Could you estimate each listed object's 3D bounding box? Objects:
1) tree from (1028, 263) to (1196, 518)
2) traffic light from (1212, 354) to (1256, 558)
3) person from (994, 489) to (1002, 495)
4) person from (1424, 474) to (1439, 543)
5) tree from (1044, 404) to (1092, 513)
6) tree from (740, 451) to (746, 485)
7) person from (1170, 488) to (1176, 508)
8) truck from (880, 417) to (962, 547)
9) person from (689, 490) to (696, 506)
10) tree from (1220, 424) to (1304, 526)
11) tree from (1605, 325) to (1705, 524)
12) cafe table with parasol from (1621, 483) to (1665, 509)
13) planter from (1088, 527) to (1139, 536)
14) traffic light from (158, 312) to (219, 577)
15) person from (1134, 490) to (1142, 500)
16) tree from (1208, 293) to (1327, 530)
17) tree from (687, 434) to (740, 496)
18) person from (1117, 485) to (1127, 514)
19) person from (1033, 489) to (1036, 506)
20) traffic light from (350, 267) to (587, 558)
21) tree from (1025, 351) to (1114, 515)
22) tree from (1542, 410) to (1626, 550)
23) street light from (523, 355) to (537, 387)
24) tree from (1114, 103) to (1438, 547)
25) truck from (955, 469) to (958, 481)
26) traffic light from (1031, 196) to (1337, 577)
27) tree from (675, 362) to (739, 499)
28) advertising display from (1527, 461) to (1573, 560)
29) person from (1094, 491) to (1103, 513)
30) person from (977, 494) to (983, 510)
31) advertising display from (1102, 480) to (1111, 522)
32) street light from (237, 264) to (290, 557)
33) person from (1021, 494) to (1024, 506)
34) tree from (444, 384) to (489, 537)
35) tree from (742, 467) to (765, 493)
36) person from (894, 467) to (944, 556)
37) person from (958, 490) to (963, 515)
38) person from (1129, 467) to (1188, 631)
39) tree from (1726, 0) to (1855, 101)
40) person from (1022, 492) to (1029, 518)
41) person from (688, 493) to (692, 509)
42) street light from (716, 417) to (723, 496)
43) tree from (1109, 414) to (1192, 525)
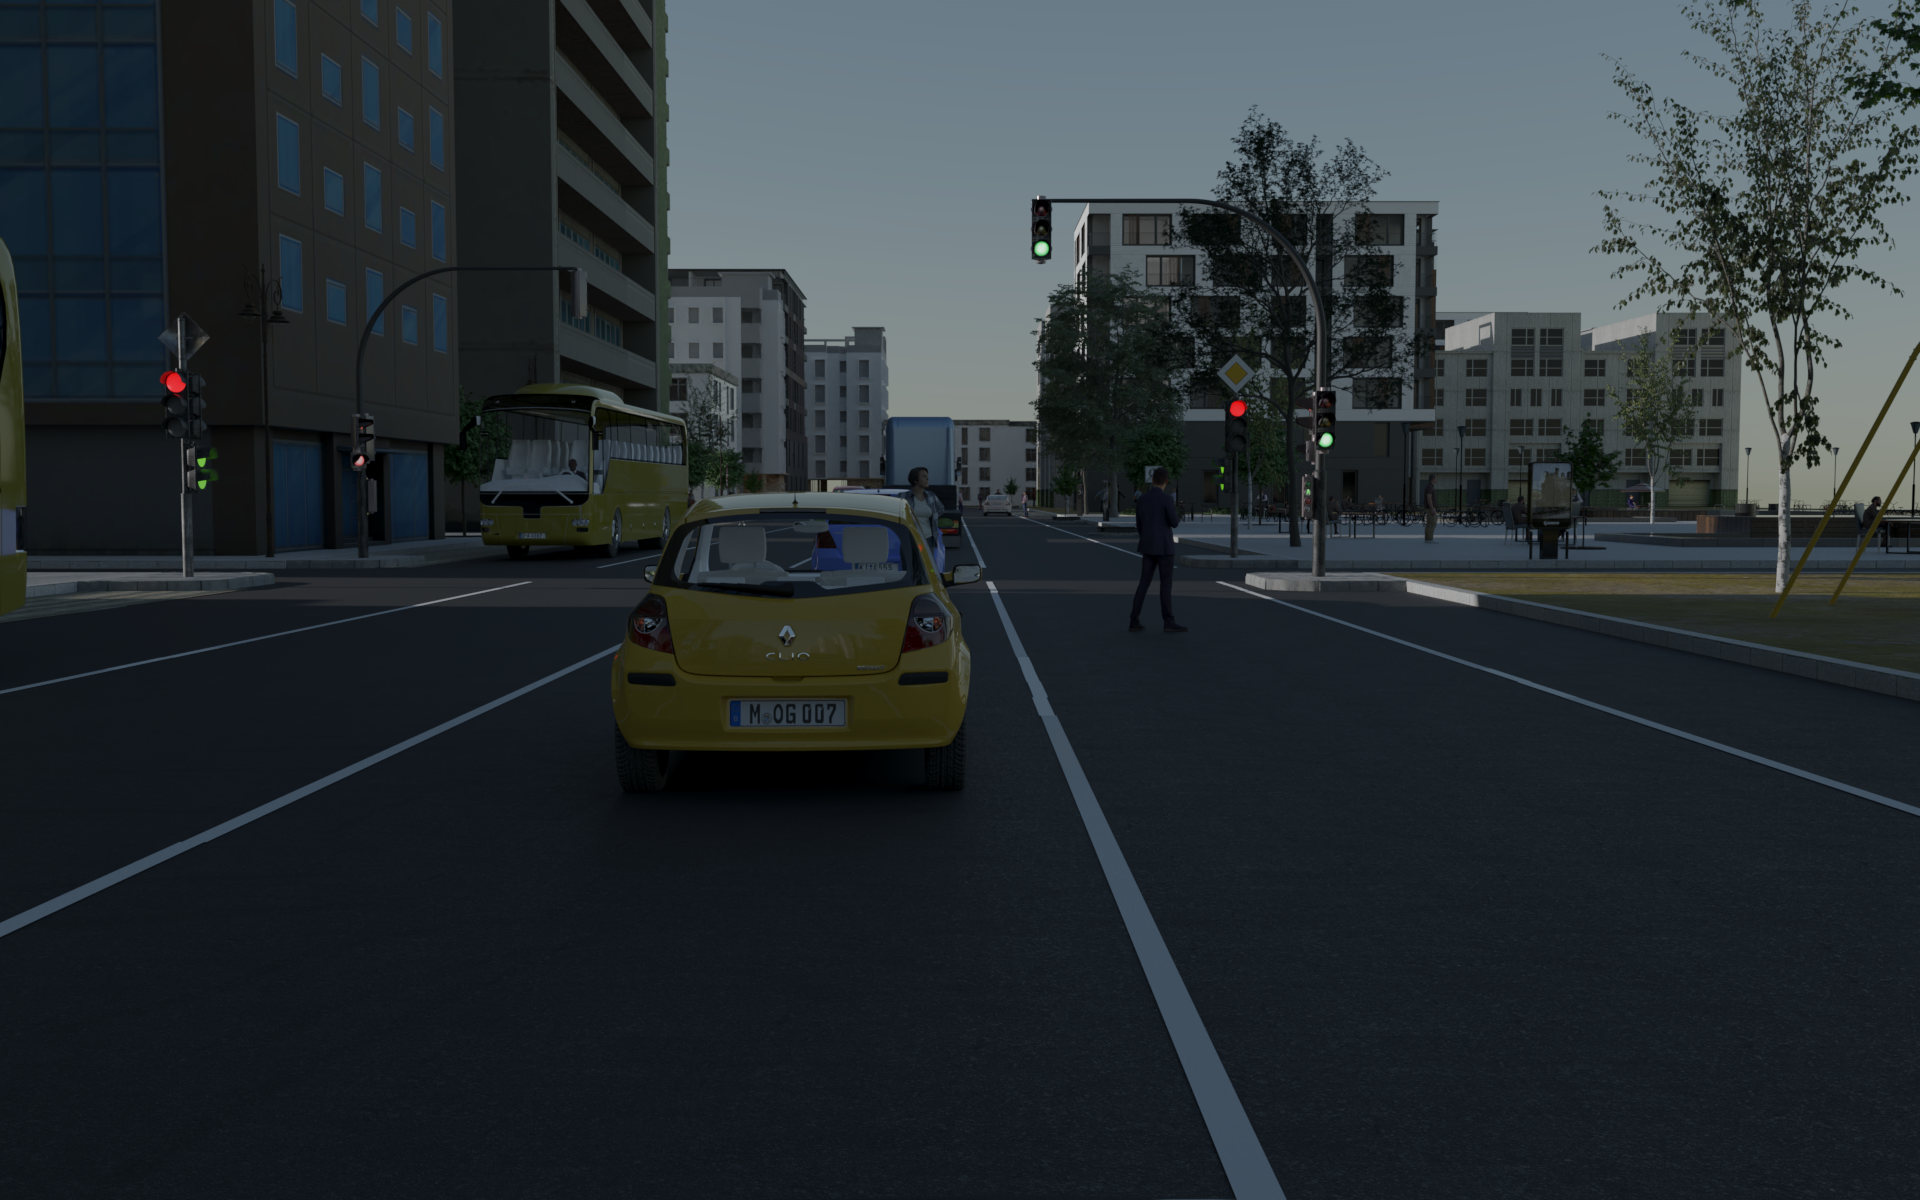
[{"bbox_3d":[8.258,-11.478,94.313,9.857,13.997,8.962,0,3,0],"label":"tree"},{"bbox_3d":[5.506,-2.806,34.802,0.839,4.253,0.868,0,4,0],"label":"traffic light"},{"bbox_3d":[2.829,-7.318,128.285,1.348,1.807,0.705,0,4,3],"label":"person"},{"bbox_3d":[12.335,-2.390,45.252,0.434,1.807,0.598,1,4,21],"label":"person"},{"bbox_3d":[7.448,-10.195,117.052,4.360,8.622,3.978,0,3,0],"label":"tree"},{"bbox_3d":[-14.908,-7.661,108.968,4.285,4.588,4.351,0,3,0],"label":"tree"},{"bbox_3d":[10.872,-4.893,88.112,0.516,1.574,0.319,-2,4,-28],"label":"person"},{"bbox_3d":[-1.301,-3.953,54.389,2.967,4.110,18.799,0,4,-1],"label":"truck"},{"bbox_3d":[-14.725,-5.305,95.249,0.387,1.526,0.523,2,4,29],"label":"person"},{"bbox_3d":[12.395,-5.347,71.138,4.285,4.588,4.351,0,3,0],"label":"tree"},{"bbox_3d":[30.045,-7.616,74.881,4.737,8.622,4.395,0,3,0],"label":"tree"},{"bbox_3d":[42.040,-6.226,106.659,2.610,1.966,2.610,1,4,14],"label":"cafe table with parasol"},{"bbox_3d":[5.421,-2.351,59.575,1.991,0.319,1.994,0,4,0],"label":"planter"},{"bbox_3d":[-11.934,-2.311,26.713,0.839,4.253,0.868,0,4,0],"label":"traffic light"},{"bbox_3d":[12.188,-6.838,117.826,0.705,1.826,1.348,3,5,40],"label":"person"},{"bbox_3d":[10.592,-6.813,61.761,4.737,8.622,4.395,0,3,0],"label":"tree"},{"bbox_3d":[-14.287,-6.504,90.047,4.285,4.588,4.351,0,3,0],"label":"tree"},{"bbox_3d":[10.305,-6.593,113.471,1.348,1.869,0.705,3,5,41],"label":"person"},{"bbox_3d":[7.804,-10.742,181.644,0.705,1.831,1.348,0,4,0],"label":"person"},{"bbox_3d":[-9.884,-3.674,34.743,4.771,5.953,1.251,0,4,0],"label":"traffic light"},{"bbox_3d":[7.576,-10.618,108.013,7.601,10.594,8.767,0,4,0],"label":"tree"},{"bbox_3d":[14.633,-2.789,40.204,1.663,3.219,1.824,0,3,0],"label":"tree"},{"bbox_3d":[-14.099,-5.192,57.681,0.468,5.910,1.993,0,4,0],"label":"street light"},{"bbox_3d":[7.845,-6.579,41.983,7.601,10.594,8.767,0,4,8],"label":"tree"},{"bbox_3d":[-1.535,-5.874,84.946,2.839,4.237,11.283,0,4,0],"label":"truck"},{"bbox_3d":[3.455,-3.180,26.665,4.771,5.953,1.251,0,4,0],"label":"traffic light"},{"bbox_3d":[-14.448,-8.972,97.049,4.360,8.622,3.978,0,3,0],"label":"tree"},{"bbox_3d":[11.587,-1.763,34.038,0.974,1.923,0.123,-1,4,-19],"label":"advertising display"},{"bbox_3d":[9.950,-6.977,120.096,1.348,1.826,0.705,0,4,-5],"label":"person"},{"bbox_3d":[1.806,-8.845,156.354,0.421,1.427,0.697,2,4,27],"label":"person"},{"bbox_3d":[6.865,-4.654,81.312,0.123,1.923,0.974,-1,4,-12],"label":"advertising display"},{"bbox_3d":[-13.987,-3.801,34.931,0.468,5.910,1.993,0,4,0],"label":"street light"},{"bbox_3d":[6.959,-10.895,189.857,0.599,1.433,0.991,0,4,-4],"label":"person"},{"bbox_3d":[-14.912,-4.173,51.944,4.285,4.588,4.351,0,3,0],"label":"tree"},{"bbox_3d":[-14.790,-7.963,124.796,1.663,3.219,1.824,0,3,0],"label":"tree"},{"bbox_3d":[-0.497,-0.628,19.485,0.841,1.734,0.376,-2,4,-26],"label":"person"},{"bbox_3d":[0.092,-6.587,117.137,0.436,1.711,0.756,0,4,3],"label":"person"},{"bbox_3d":[2.070,-0.530,18.077,0.530,1.710,0.541,-2,4,-31],"label":"person"},{"bbox_3d":[8.156,-5.234,11.335,9.928,11.665,9.643,0,3,0],"label":"tree"},{"bbox_3d":[3.943,-5.797,105.237,0.435,1.587,0.963,0,4,-7],"label":"person"},{"bbox_3d":[-14.523,-5.036,92.298,0.435,1.345,0.340,-2,4,-30],"label":"person"},{"bbox_3d":[-14.364,-8.032,104.107,0.468,5.910,1.993,0,4,0],"label":"street light"},{"bbox_3d":[7.824,-5.341,71.034,4.285,4.588,4.351,0,3,0],"label":"tree"}]
